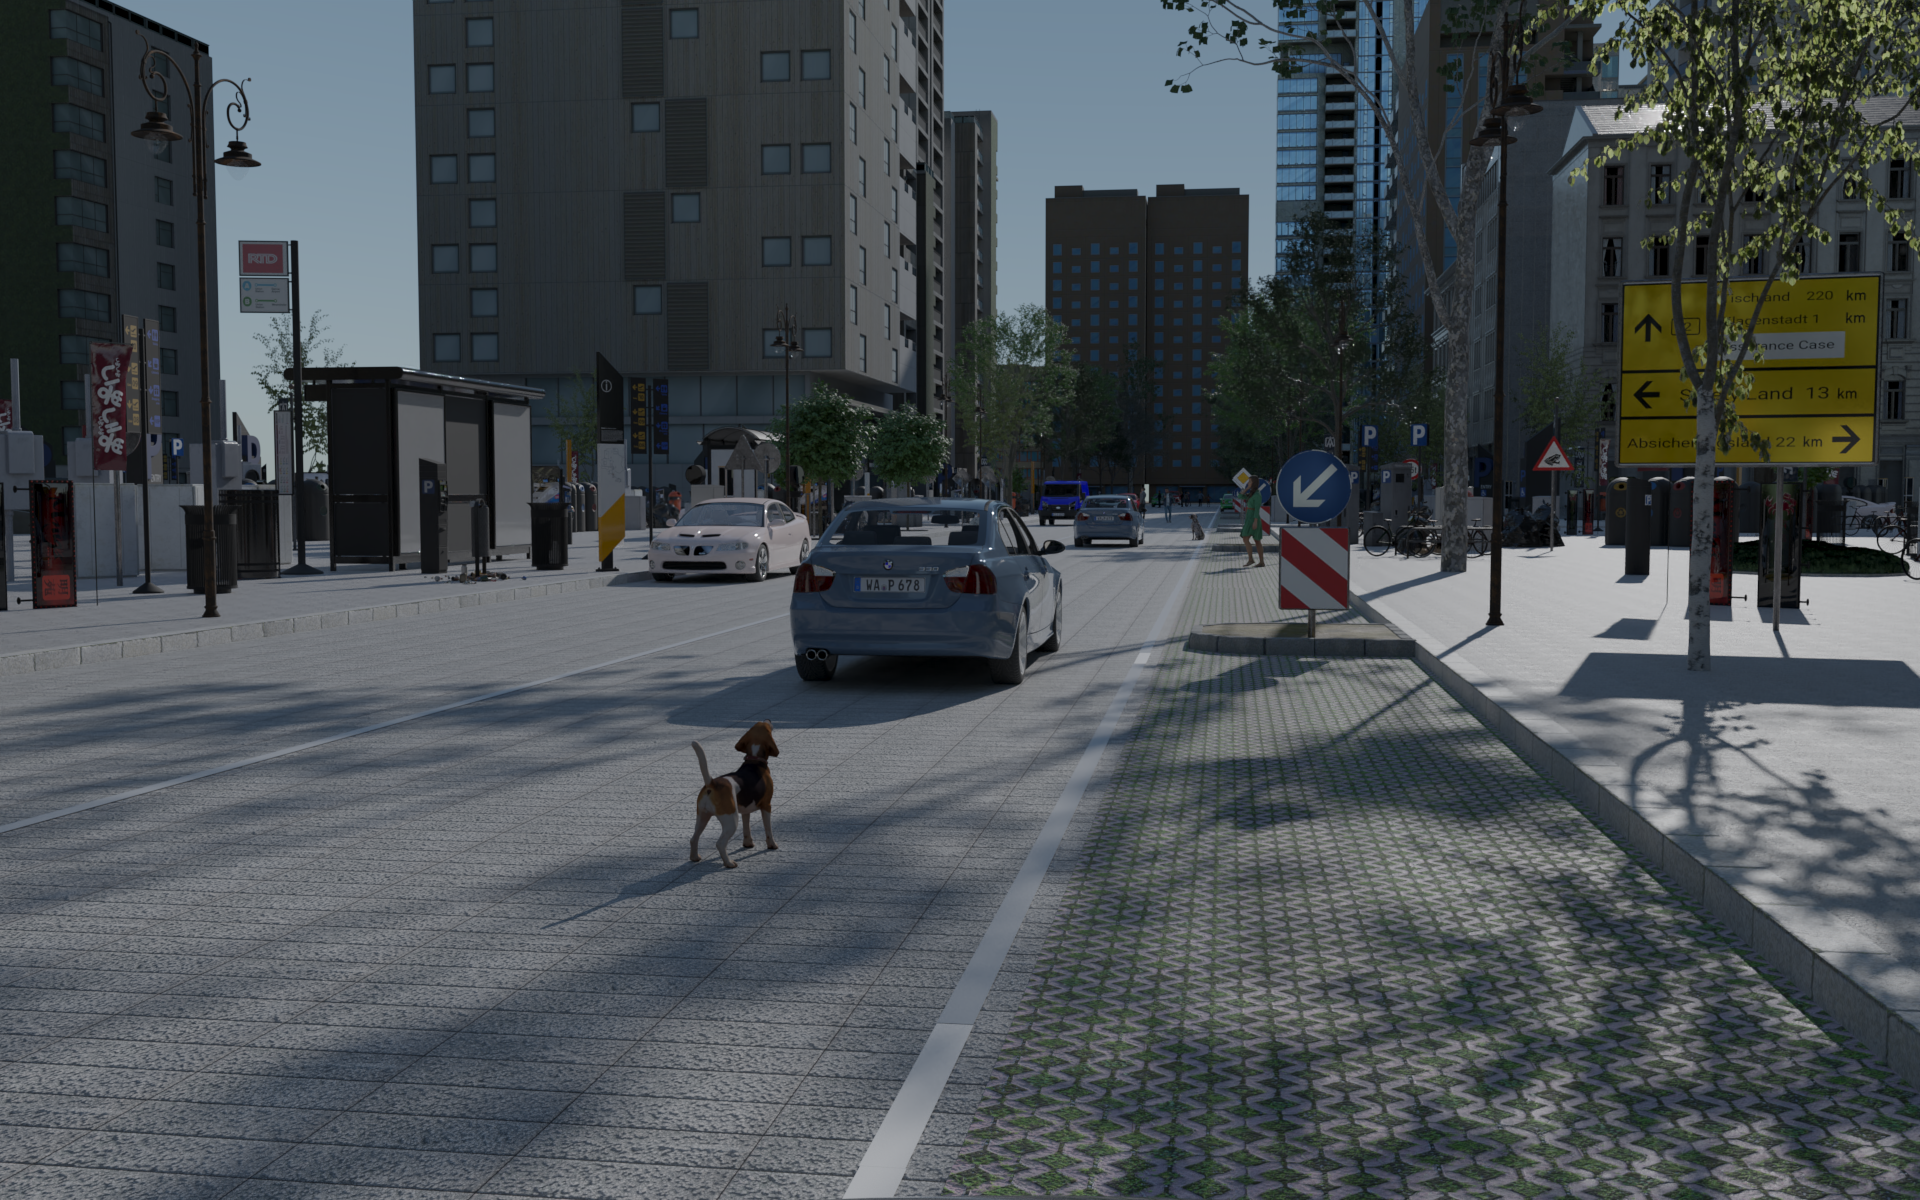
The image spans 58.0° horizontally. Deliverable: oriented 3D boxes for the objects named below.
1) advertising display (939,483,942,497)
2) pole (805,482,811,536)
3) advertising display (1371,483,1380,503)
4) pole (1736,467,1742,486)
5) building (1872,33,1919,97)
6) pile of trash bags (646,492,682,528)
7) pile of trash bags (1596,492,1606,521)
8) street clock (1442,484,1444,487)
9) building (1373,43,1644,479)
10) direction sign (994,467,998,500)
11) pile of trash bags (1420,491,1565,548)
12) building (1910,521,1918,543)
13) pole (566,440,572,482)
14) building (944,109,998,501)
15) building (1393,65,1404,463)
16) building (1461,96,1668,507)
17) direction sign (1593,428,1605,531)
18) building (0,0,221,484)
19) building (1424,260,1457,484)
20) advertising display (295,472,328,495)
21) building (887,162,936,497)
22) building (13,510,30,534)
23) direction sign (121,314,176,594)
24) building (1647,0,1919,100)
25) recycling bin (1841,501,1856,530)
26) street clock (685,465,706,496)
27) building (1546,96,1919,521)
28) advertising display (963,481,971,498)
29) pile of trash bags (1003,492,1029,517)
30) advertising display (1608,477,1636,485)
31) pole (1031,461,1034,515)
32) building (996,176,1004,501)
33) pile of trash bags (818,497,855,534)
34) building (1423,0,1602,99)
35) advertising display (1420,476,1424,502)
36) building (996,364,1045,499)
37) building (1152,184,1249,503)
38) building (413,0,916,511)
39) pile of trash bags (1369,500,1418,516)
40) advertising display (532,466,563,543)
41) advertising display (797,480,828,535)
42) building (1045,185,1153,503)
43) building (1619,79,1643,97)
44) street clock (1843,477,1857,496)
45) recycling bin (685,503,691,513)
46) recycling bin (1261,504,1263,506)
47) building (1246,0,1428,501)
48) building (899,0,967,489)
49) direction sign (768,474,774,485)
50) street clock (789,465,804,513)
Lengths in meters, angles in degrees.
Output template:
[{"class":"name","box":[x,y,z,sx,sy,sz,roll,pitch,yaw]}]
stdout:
[{"class":"advertising display","box":[-0.935,-5.837,100.642,0.123,1.923,0.974,-2,4,-26]},{"class":"pole","box":[-4.626,-3.598,52.678,0.158,3.312,0.155,0,3,0]},{"class":"advertising display","box":[25.087,-6.077,104.578,0.123,1.923,0.974,3,5,39]},{"class":"pole","box":[34.374,-5.052,76.449,0.158,3.312,0.155,0,3,0]},{"class":"building","box":[66.465,-17.355,88.262,34.151,26.468,19.350,1,4,9]},{"class":"pile of trash bags","box":[-11.463,-3.449,66.140,1.912,1.369,3.447,1,4,13]},{"class":"pile of trash bags","box":[31.710,-4.415,81.940,1.912,1.369,3.447,-3,5,-40]},{"class":"street clock","box":[34.868,-7.367,125.013,0.471,2.002,0.358,1,4,14]},{"class":"building","box":[58.196,-34.821,188.927,23.786,49.044,30.456,1,4,9]},{"class":"direction sign","box":[2.970,-9.261,143.411,0.379,3.537,0.876,-1,4,-15]},{"class":"pile of trash bags","box":[13.435,-2.048,43.235,1.912,1.369,3.447,-1,4,-23]},{"class":"building","box":[33.213,-29.985,32.261,21.231,58.520,28.212,1,4,9]},{"class":"pole","box":[-14.680,-4.357,65.073,0.158,3.312,0.155,0,3,0]},{"class":"building","box":[-3.949,-30.384,180.370,14.154,41.232,14.086,1,4,9]},{"class":"building","box":[49.947,-31.657,167.698,14.600,45.320,14.200,1,4,9]},{"class":"building","box":[40.185,-18.077,113.585,12.078,24.808,19.932,1,4,9]},{"class":"direction sign","box":[21.952,-4.128,59.492,0.379,3.537,0.876,0,4,0]},{"class":"building","box":[-54.420,-20.267,103.073,14.107,30.474,14.160,1,4,9]},{"class":"building","box":[42.928,-18.215,133.976,11.583,22.565,21.152,1,4,9]},{"class":"advertising display","box":[-18.867,-2.768,50.473,0.974,1.923,0.123,-2,4,-29]},{"class":"building","box":[-10.120,-22.863,145.507,14.160,30.474,14.107,1,4,9]},{"class":"building","box":[-39.229,-21.422,42.132,23.993,40.220,32.217,1,4,9]},{"class":"direction sign","box":[-10.517,-1.855,22.333,0.379,3.537,0.876,0,4,2]},{"class":"building","box":[91.399,-39.525,188.238,28.212,58.520,21.231,1,4,9]},{"class":"recycling bin","box":[31.592,-3.031,62.112,0.722,1.027,0.722,-2,4,-26]},{"class":"street clock","box":[-6.633,-2.382,43.518,0.471,2.002,0.358,1,4,19]},{"class":"building","box":[39.798,-14.574,87.438,18.267,20.994,9.793,1,4,9]},{"class":"advertising display","box":[0.268,-4.289,75.333,0.123,1.923,0.974,-1,4,-17]},{"class":"pile of trash bags","box":[2.947,-5.353,97.275,1.912,1.369,3.447,0,4,1]},{"class":"advertising display","box":[24.337,-3.578,63.711,0.974,1.923,0.123,1,4,14]},{"class":"pole","box":[4.536,-6.994,108.199,0.158,3.312,0.155,0,3,0]},{"class":"building","box":[-9.140,-33.574,203.555,28.867,44.769,22.147,1,4,9]},{"class":"pile of trash bags","box":[-4.227,-2.837,56.133,1.912,1.369,3.447,1,4,16]},{"class":"building","box":[47.645,-30.801,153.711,14.600,45.320,14.200,1,4,9]},{"class":"advertising display","box":[16.181,-3.396,60.736,0.123,1.923,0.974,1,4,16]},{"class":"building","box":[-0.224,-25.657,264.537,28.899,21.520,27.650,1,4,9]},{"class":"building","box":[34.642,-36.830,252.274,14.200,45.320,14.600,1,4,9]},{"class":"building","box":[-18.050,-32.229,116.177,28.713,52.752,27.495,1,4,9]},{"class":"pile of trash bags","box":[14.566,-2.927,57.604,1.912,1.369,3.447,0,4,2]},{"class":"advertising display","box":[-9.478,-2.092,39.412,0.974,1.923,0.123,1,4,19]},{"class":"advertising display","box":[-4.608,-2.986,54.032,0.974,1.923,0.123,-1,4,-9]},{"class":"building","box":[20.219,-36.891,253.281,14.200,45.320,14.600,1,4,9]},{"class":"building","box":[87.930,-43.079,246.338,28.212,58.520,21.231,1,4,9]},{"class":"street clock","box":[37.336,-4.167,72.706,0.471,2.002,0.358,-1,4,-11]},{"class":"recycling bin","box":[-7.496,-2.298,50.133,0.722,1.027,0.722,-3,4,-36]},{"class":"recycling bin","box":[22.023,-6.959,126.336,0.722,1.027,0.722,2,4,32]},{"class":"building","box":[57.401,-57.349,250.331,31.000,86.520,22.319,1,4,9]},{"class":"building","box":[-10.125,-44.272,162.091,20.563,71.187,20.611,1,4,9]},{"class":"direction sign","box":[-9.538,-5.859,87.793,0.876,3.537,0.379,-2,4,-29]},{"class":"street clock","box":[-4.160,-2.399,43.796,0.358,2.002,0.471,2,4,32]}]
